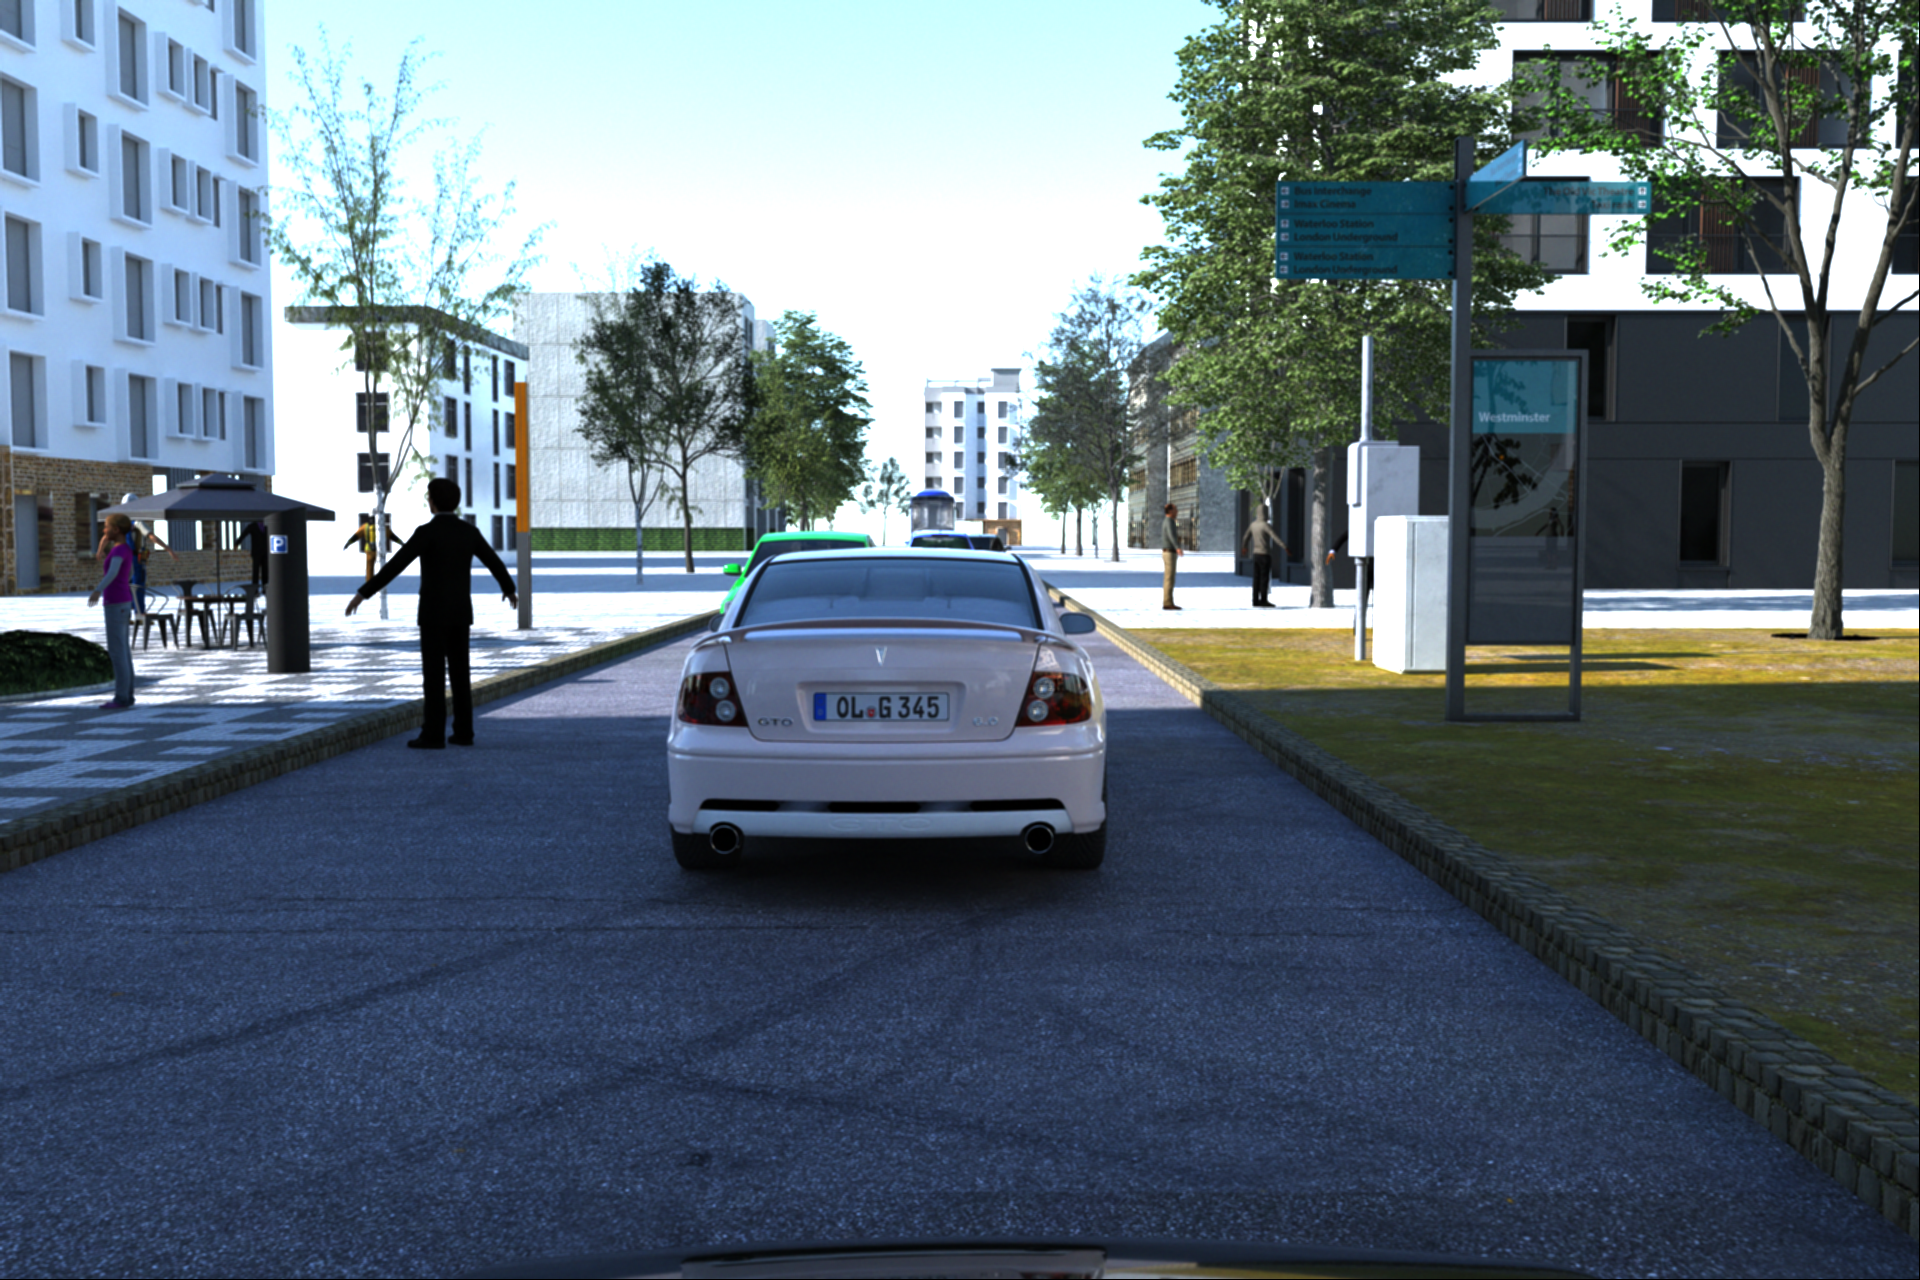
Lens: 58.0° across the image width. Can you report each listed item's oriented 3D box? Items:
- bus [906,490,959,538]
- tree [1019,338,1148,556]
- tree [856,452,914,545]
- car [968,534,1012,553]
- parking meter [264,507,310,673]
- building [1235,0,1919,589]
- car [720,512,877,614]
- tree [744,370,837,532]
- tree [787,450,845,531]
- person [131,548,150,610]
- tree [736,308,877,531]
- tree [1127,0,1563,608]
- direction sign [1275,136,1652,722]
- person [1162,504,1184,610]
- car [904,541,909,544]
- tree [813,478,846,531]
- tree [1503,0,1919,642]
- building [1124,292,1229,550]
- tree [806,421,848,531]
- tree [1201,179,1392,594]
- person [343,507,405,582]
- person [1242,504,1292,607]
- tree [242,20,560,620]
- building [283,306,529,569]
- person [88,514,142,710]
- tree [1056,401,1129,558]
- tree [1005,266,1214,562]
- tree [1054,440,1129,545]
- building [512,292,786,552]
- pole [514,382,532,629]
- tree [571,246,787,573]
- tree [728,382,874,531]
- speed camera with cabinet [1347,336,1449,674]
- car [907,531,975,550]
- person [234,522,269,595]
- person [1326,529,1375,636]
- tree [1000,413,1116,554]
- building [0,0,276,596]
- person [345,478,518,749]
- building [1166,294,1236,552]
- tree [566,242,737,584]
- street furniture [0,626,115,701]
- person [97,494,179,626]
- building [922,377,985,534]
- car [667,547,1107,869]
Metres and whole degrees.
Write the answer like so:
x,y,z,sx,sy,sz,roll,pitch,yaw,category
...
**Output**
x,y,z,sx,sy,sz,roll,pitch,yaw,category
-1.489,-6.663,100.486,2.896,3.916,12.251,0,4,0,bus
7.177,-11.116,99.880,7.486,12.596,7.792,0,3,0,tree
-8.325,-16.029,196.481,7.601,10.594,8.767,0,4,2,tree
0.613,-2.694,53.825,2.009,1.686,4.222,0,3,0,car
-6.250,-0.469,16.086,0.372,1.533,0.369,0,3,0,parking meter
22.496,-12.946,55.644,27.936,21.610,32.646,0,4,0,building
-1.673,-0.687,20.029,1.959,1.807,4.718,0,3,0,car
-7.758,-7.859,78.853,4.737,8.622,4.395,0,3,0,tree
-16.768,-17.368,202.096,7.486,12.596,7.792,0,3,0,tree
-14.036,-1.405,29.429,0.721,1.772,1.216,-3,5,-43,person
-7.787,-10.361,87.526,7.486,12.596,7.792,0,3,0,tree
6.512,-6.806,29.410,7.486,12.596,7.792,0,3,0,tree
3.398,-1.374,11.222,2.525,3.948,1.411,0,4,0,direction sign
3.595,-1.415,29.403,0.705,1.796,1.348,0,3,0,person
-1.682,-4.442,82.225,1.945,1.707,3.694,0,4,0,car
-14.553,-14.952,194.821,4.737,8.622,4.395,0,3,0,tree
10.532,-5.808,20.712,9.928,11.665,9.643,0,3,0,tree
24.728,-19.586,151.155,19.493,23.208,18.063,0,4,1,building
-8.064,-9.550,106.499,4.360,8.622,3.978,0,3,0,tree
6.354,-5.283,36.737,4.360,8.622,3.978,0,3,0,tree
-12.416,-1.897,36.782,1.354,1.858,0.705,-1,4,-9,person
5.333,-1.487,30.440,0.705,1.813,1.348,-2,4,-28,person
-8.912,-4.617,25.845,4.360,8.622,3.978,0,3,0,tree
-23.865,-8.300,77.853,9.099,9.664,28.070,0,4,1,building
-6.266,-0.214,12.764,0.599,1.433,0.991,-1,4,-15,person
7.327,-8.658,91.925,4.360,8.622,3.978,0,3,0,tree
7.072,-10.338,79.401,12.009,13.543,11.850,0,3,0,tree
15.099,-17.529,196.963,12.009,13.543,11.850,0,3,0,tree
-24.290,-16.879,142.429,16.747,18.905,31.486,0,3,0,building
-5.890,-1.805,23.359,0.158,3.312,0.155,0,3,0,pole
-9.254,-7.492,56.914,7.601,10.594,8.767,0,4,-7,tree
-8.749,-10.048,98.696,8.767,10.594,7.601,-3,4,-36,tree
4.280,-1.369,16.724,0.660,3.252,2.038,0,4,-1,speed camera with cabinet
-0.408,-1.545,34.852,1.945,1.707,3.694,0,4,-1,car
-14.797,-1.862,36.661,0.704,1.802,1.346,2,4,35,person
4.972,-0.862,20.817,1.216,1.740,0.721,-1,4,-9,person
6.475,-10.735,109.932,8.767,10.594,7.601,1,4,13,tree
-24.617,-10.991,36.119,16.016,20.090,11.380,0,4,1,building
-3.489,-0.185,11.669,0.705,1.806,1.347,3,4,37,person
26.188,-18.383,131.487,19.493,23.208,18.063,0,4,0,building
-8.290,-5.739,44.194,4.360,8.622,3.978,0,3,0,tree
-10.071,0.195,12.437,5.734,0.657,10.072,0,4,2,street furniture
-11.596,-1.129,24.312,1.347,1.847,0.705,1,4,16,person
-3.994,-20.888,200.394,11.380,20.090,16.016,0,4,-6,building
-0.306,0.218,8.796,2.083,1.381,4.827,0,4,0,car
